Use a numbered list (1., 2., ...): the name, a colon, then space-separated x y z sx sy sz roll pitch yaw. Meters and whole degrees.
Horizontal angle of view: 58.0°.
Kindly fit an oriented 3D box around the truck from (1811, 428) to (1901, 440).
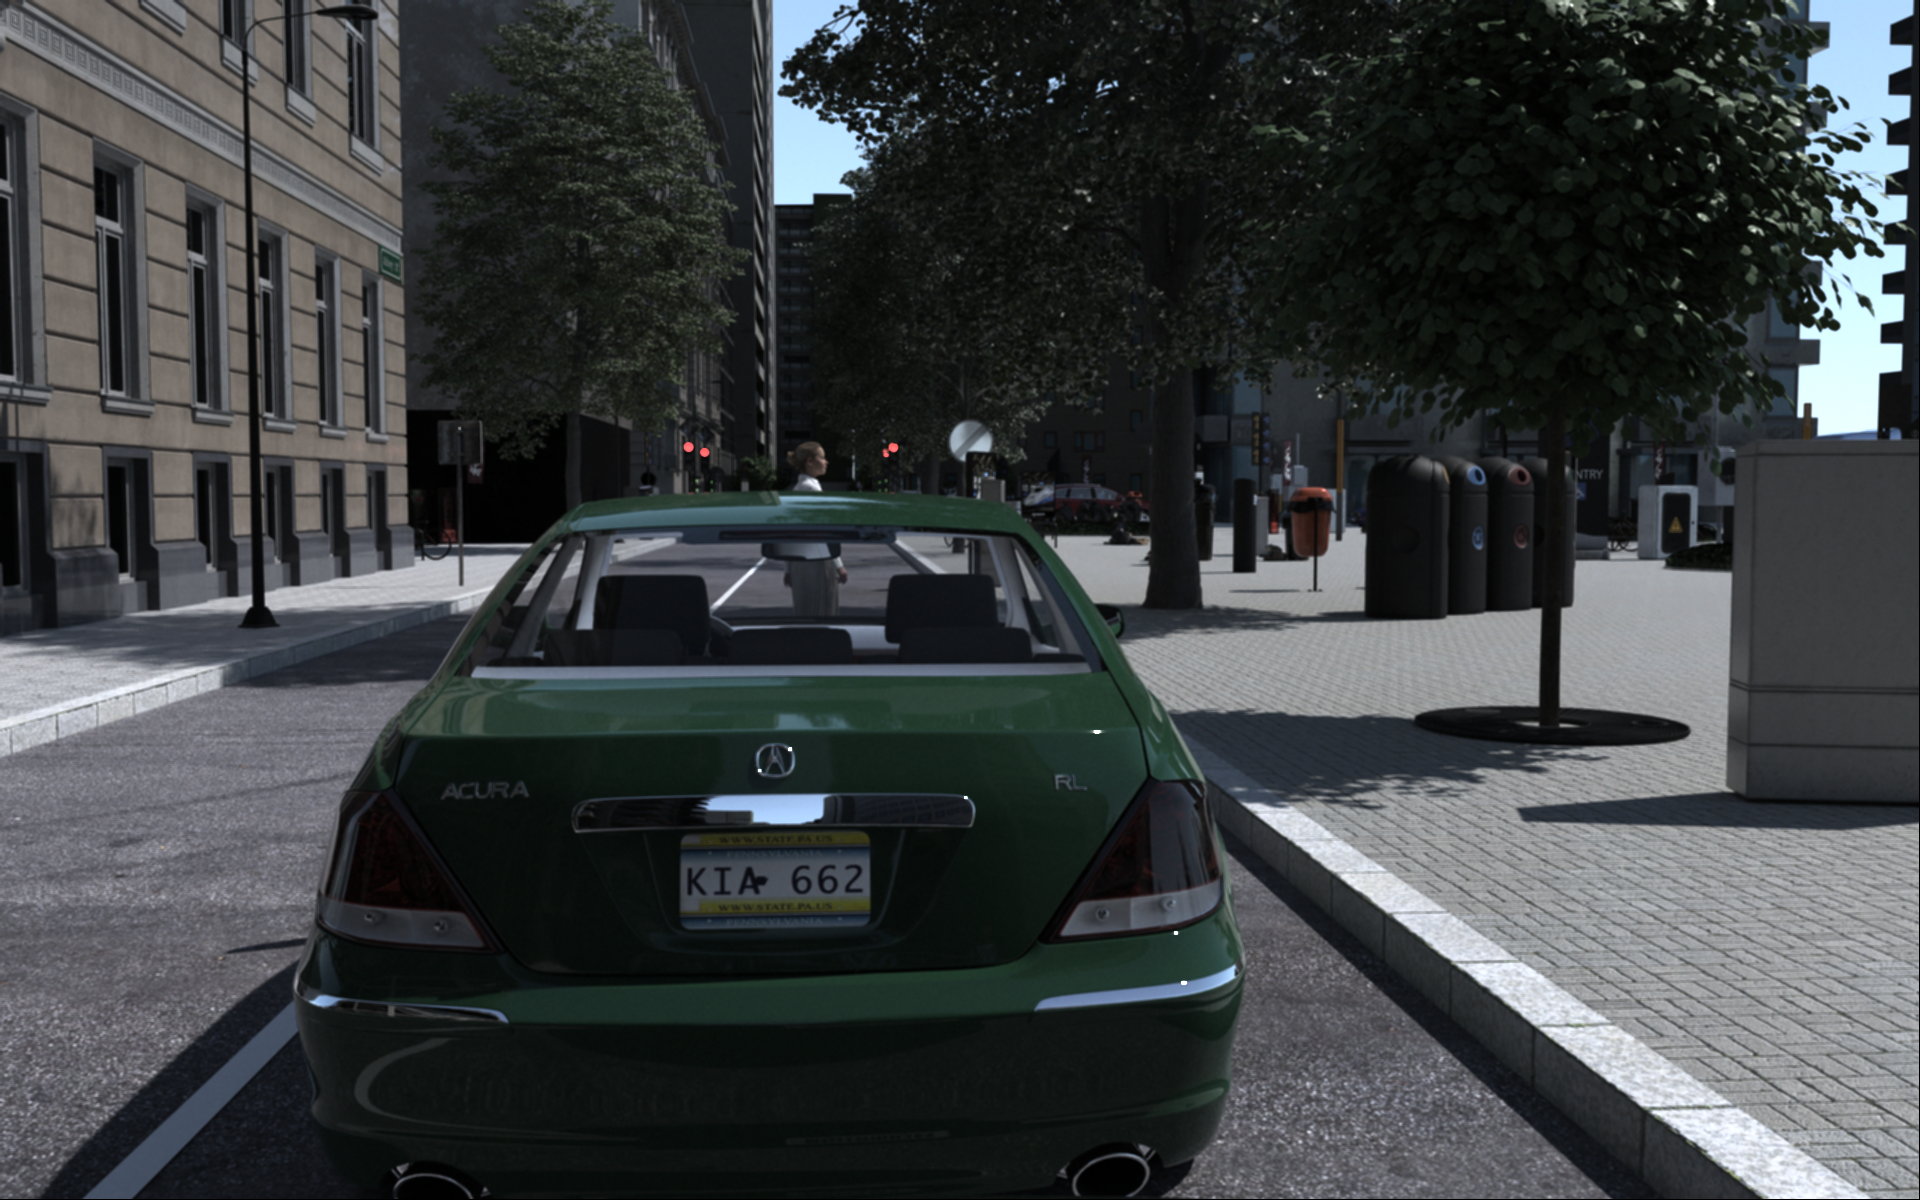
1. truck: 43.740 -5.013 71.722 18.799 4.110 2.967 0 4 -4

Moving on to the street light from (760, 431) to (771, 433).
1. street light: -14.588 -9.479 127.529 1.470 5.913 1.316 0 4 -4

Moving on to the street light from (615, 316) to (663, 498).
1. street light: -8.410 -4.444 45.195 1.470 5.913 1.316 0 4 -4

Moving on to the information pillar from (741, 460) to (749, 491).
1. information pillar: -14.635 -7.746 117.996 0.504 3.616 0.183 0 4 3

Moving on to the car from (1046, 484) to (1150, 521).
1. car: 5.300 -3.588 67.331 5.304 1.827 2.281 0 4 -3

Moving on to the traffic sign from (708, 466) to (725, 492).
1. traffic sign: -11.166 -4.856 79.501 0.768 2.556 0.104 0 4 2

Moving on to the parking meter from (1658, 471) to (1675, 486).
1. parking meter: 18.182 -2.381 44.647 0.399 1.863 0.255 1 4 11

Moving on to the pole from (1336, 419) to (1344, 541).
1. pole: 10.396 -3.277 47.418 0.158 3.312 0.155 0 3 0

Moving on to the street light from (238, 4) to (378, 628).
1. street light: -6.223 -2.693 16.566 1.470 5.913 1.316 0 4 -4

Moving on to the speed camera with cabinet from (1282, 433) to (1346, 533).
1. speed camera with cabinet: 11.625 -3.826 56.889 2.038 3.252 0.660 -1 4 -14

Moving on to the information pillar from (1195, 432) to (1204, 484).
1. information pillar: 8.979 -4.512 65.126 0.183 3.616 0.504 3 5 40

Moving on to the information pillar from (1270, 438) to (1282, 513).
1. information pillar: 13.086 -4.918 71.764 0.504 3.616 0.183 0 4 -1

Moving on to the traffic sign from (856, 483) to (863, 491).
1. traffic sign: -8.145 -8.635 141.290 0.768 2.556 0.104 0 4 -2

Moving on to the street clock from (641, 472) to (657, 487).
1. street clock: -10.195 -3.193 56.777 0.471 2.002 0.358 1 4 8

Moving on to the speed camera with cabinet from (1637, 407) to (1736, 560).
1. speed camera with cabinet: 14.397 -2.431 34.079 2.038 3.252 0.660 -1 4 -17

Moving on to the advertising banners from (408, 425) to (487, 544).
1. advertising banners: -13.076 -2.931 44.117 2.074 3.025 0.090 0 4 -5

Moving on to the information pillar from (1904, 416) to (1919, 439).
1. information pillar: 28.356 -3.683 51.575 0.183 3.616 0.504 -2 4 -32

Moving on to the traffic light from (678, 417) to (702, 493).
1. traffic light: -9.813 -4.528 62.959 0.839 4.253 0.868 0 4 -4

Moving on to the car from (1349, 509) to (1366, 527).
1. car: 17.481 -3.428 68.626 3.894 1.354 1.945 0 4 -4

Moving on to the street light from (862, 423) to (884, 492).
1. street light: -4.518 -7.140 89.278 1.470 5.913 1.316 0 4 -4

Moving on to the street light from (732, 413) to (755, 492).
1. street light: -12.470 -7.740 99.095 1.470 5.913 1.316 0 4 -4

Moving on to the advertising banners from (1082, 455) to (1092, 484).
1. advertising banners: 5.086 -5.034 78.490 2.074 3.025 0.090 2 4 35

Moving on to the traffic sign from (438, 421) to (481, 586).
1. traffic sign: -6.969 -1.347 24.151 0.606 2.300 0.079 0 4 2

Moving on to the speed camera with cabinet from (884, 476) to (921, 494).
1. speed camera with cabinet: -3.073 -5.904 90.858 2.038 3.252 0.660 0 4 -8

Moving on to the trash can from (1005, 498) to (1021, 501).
1. trash can: 2.191 -3.654 71.391 0.748 1.137 0.748 0 3 0

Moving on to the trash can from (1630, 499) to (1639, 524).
1. trash can: 21.682 -2.661 55.158 0.748 1.137 0.748 0 3 0

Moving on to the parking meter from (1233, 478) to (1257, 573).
1. parking meter: 4.659 -1.218 28.325 0.372 1.533 0.369 0 3 0

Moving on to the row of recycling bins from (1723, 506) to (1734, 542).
1. row of recycling bins: 20.509 -2.197 43.035 1.069 1.692 3.534 -2 4 -26

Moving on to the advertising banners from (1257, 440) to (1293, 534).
1. advertising banners: 10.033 -3.622 55.407 2.074 3.025 0.090 -3 5 -43

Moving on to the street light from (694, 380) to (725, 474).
1. street light: -10.292 -6.011 70.821 1.470 5.913 1.316 0 4 -4

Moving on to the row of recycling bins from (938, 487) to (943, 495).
1. row of recycling bins: 0.416 -5.619 98.989 3.534 1.692 1.069 -1 4 -10

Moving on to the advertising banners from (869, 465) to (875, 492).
1. advertising banners: -5.312 -6.526 102.887 0.090 3.025 2.074 -1 4 -16

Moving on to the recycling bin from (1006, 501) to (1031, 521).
1. recycling bin: 2.112 -3.025 62.007 0.722 1.027 0.722 -2 4 -34

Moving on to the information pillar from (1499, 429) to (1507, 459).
1. information pillar: 12.814 -3.029 40.886 0.183 3.616 0.504 0 4 5

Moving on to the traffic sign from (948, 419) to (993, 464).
1. traffic sign: 0.181 -1.806 29.631 0.768 2.556 0.104 0 4 -1

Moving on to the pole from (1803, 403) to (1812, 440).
1. pole: 18.974 -2.753 38.861 0.158 3.312 0.155 0 3 0

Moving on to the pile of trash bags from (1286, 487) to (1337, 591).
1. pile of trash bags: 6.082 -0.818 23.119 3.447 1.369 1.912 0 4 -3

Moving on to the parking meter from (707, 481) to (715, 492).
1. parking meter: -10.647 -4.166 73.824 0.399 1.863 0.255 -2 4 -30

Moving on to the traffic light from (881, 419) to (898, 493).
1. traffic light: -2.473 -4.563 63.521 0.839 4.253 0.868 0 4 -4

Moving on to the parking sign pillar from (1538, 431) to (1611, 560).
1. parking sign pillar: 12.101 -2.794 34.159 1.447 3.967 1.447 0 4 -4

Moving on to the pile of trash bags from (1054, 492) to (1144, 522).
1. pile of trash bags: 5.142 -3.223 62.443 3.447 1.369 1.912 -2 4 -32

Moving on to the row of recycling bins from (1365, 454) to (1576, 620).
1. row of recycling bins: 5.596 -0.726 18.983 3.534 1.692 1.069 -3 5 -43

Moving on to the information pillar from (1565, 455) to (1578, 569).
1. information pillar: 10.374 -1.545 29.755 0.304 2.012 0.304 -1 4 -17

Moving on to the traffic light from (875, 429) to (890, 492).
1. traffic light: -3.068 -5.050 71.484 0.839 4.253 0.868 0 4 -4

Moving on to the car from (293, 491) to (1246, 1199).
1. car: -0.470 0.409 5.111 2.131 1.459 4.920 0 4 -4

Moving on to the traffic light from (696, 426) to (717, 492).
1. traffic light: -10.408 -5.015 70.922 0.839 4.253 0.868 0 4 -4

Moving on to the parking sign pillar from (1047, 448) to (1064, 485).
1. parking sign pillar: 5.606 -6.912 101.481 1.447 3.967 1.447 -2 4 -26

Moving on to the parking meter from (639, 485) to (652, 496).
1. parking meter: -8.818 -2.459 48.618 0.372 1.533 0.369 0 3 0

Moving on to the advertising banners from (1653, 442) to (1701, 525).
1. advertising banners: 23.514 -3.713 56.889 0.090 3.025 2.074 -1 4 -22
